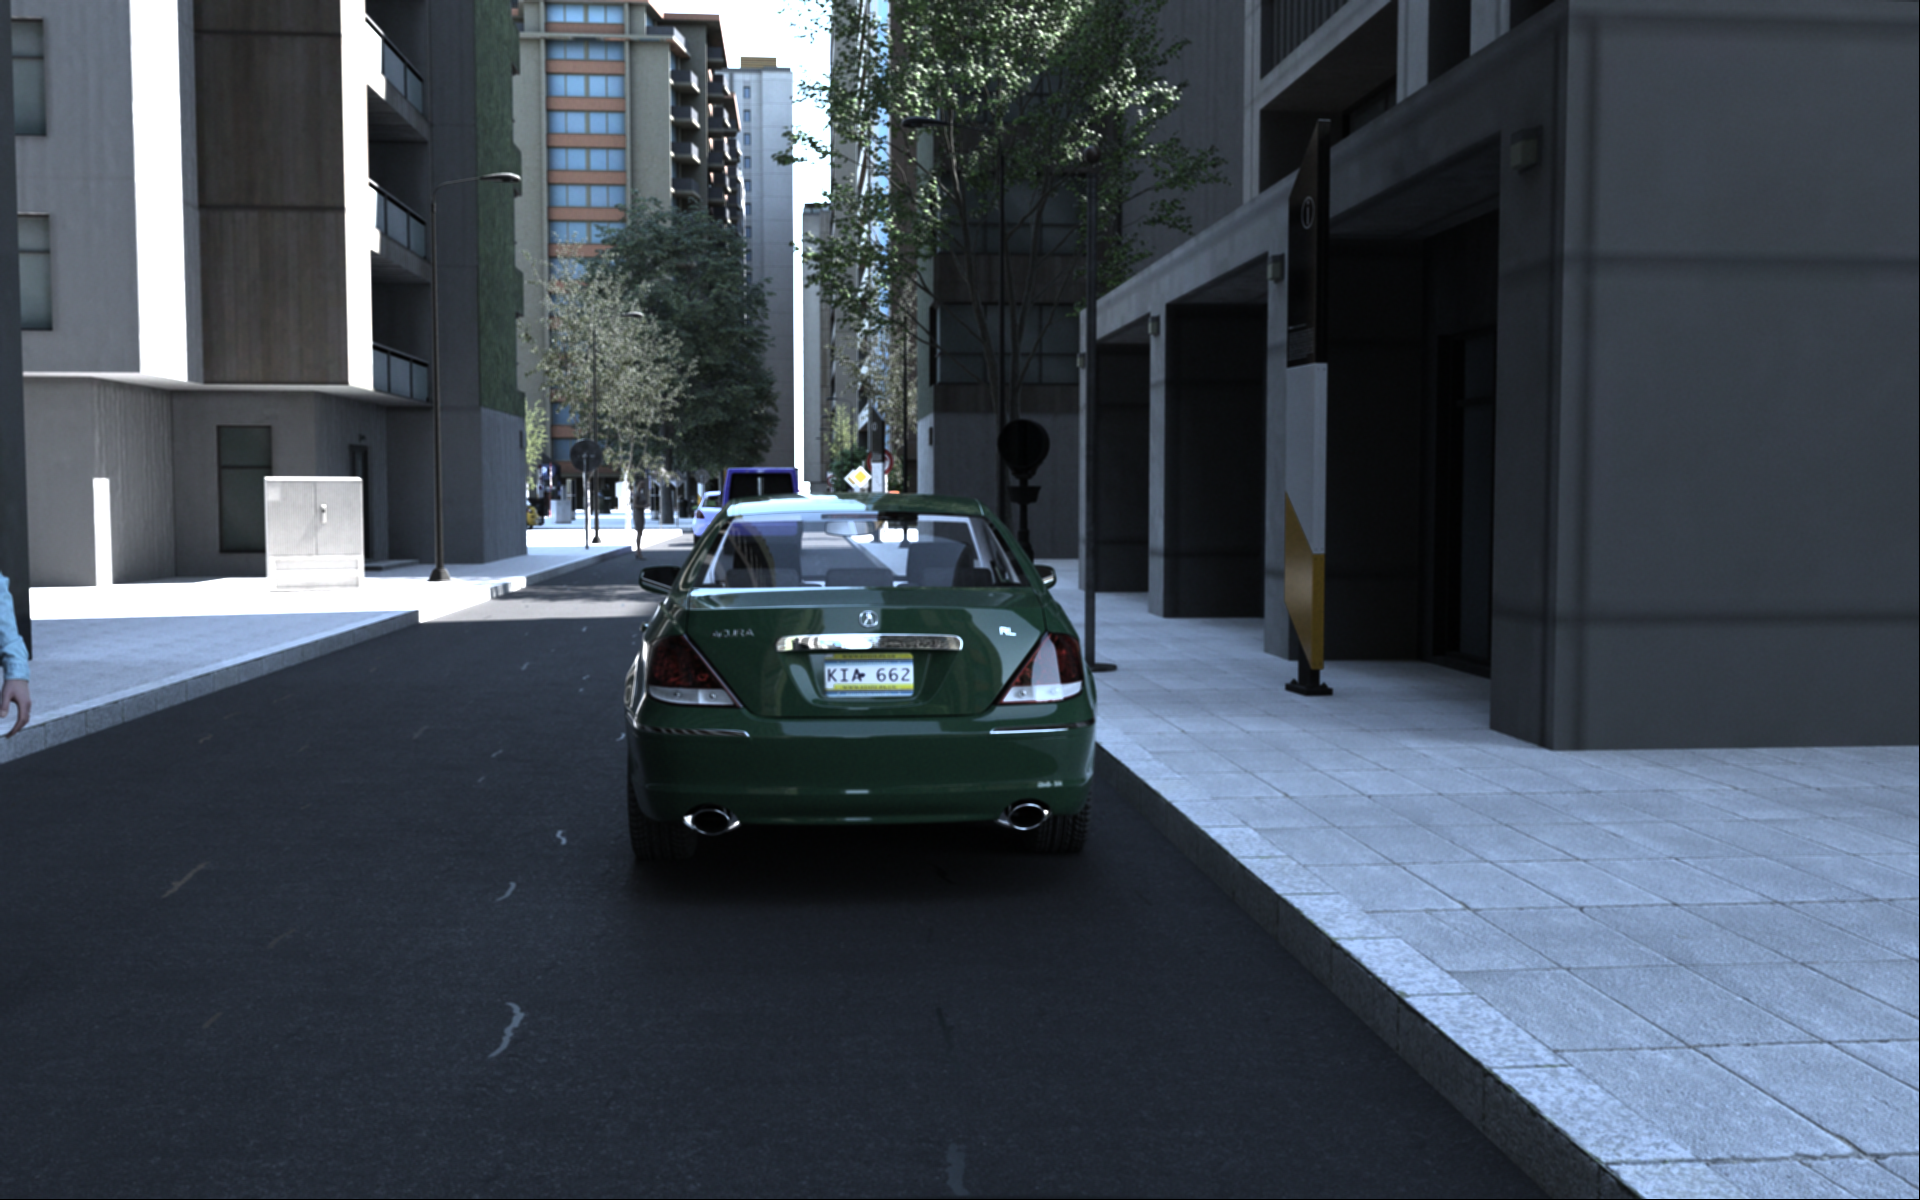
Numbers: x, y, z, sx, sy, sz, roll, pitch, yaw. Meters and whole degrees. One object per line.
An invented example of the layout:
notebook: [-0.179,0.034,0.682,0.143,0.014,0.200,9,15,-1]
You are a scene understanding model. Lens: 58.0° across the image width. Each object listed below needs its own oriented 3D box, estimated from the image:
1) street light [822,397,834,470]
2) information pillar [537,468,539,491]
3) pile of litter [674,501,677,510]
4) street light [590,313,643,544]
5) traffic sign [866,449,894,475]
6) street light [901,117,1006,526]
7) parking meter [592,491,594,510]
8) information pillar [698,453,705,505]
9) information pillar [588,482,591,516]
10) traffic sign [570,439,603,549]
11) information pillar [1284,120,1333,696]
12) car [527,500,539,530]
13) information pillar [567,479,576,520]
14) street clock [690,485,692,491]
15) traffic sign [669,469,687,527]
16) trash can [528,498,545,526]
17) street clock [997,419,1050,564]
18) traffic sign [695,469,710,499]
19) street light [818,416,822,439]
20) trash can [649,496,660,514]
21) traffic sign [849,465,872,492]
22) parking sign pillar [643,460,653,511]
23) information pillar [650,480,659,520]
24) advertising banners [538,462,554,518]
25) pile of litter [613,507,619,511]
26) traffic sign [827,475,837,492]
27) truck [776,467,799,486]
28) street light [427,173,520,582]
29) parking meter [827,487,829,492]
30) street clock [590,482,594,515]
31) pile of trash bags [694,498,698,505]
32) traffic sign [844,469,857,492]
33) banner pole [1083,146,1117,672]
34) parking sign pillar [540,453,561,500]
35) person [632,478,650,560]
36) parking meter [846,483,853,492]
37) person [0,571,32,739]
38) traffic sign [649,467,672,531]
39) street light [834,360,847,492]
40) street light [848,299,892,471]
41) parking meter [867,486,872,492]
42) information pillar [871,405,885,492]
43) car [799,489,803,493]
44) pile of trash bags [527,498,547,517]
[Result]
street light: [-5.742,-6.777,83.353,1.470,5.913,1.316,0,4,-5]
information pillar: [-33.401,-8.952,137.724,0.504,3.616,0.183,2,4,35]
pile of litter: [-22.804,-7.719,140.162,1.719,0.858,1.176,0,4,4]
street light: [-8.802,-4.396,44.424,1.470,5.913,1.316,0,4,-5]
traffic sign: [-2.216,-2.936,48.110,0.768,2.556,0.104,0,4,-1]
street light: [-0.022,-2.997,21.537,1.470,5.913,1.316,0,4,-5]
parking meter: [-26.572,-7.120,124.827,0.372,1.533,0.369,0,3,0]
information pillar: [-13.292,-5.975,89.041,0.504,3.616,0.183,3,5,42]
information pillar: [-21.976,-5.979,102.255,0.304,2.012,0.304,-1,4,-13]
traffic sign: [-8.664,-2.449,40.149,0.768,2.556,0.104,0,4,3]
information pillar: [2.236,-1.211,11.154,0.183,3.616,0.504,-1,4,-11]
car: [-17.870,-3.350,65.003,3.980,1.641,2.015,0,4,-4]
information pillar: [-18.934,-4.884,84.341,0.304,2.012,0.304,2,4,30]
street clock: [-21.156,-7.980,135.042,0.471,2.002,0.358,-2,4,-28]
traffic sign: [-11.151,-3.953,68.277,0.795,2.450,0.064,0,4,-5]
trash can: [-17.189,-3.587,70.307,0.748,1.137,0.748,0,3,0]
street clock: [0.618,-0.753,16.878,0.471,2.002,0.358,1,4,16]
traffic sign: [-13.034,-5.353,87.627,0.768,2.556,0.104,0,4,0]
street light: [-7.550,-7.970,102.844,1.470,5.913,1.316,0,4,-5]
trash can: [-18.875,-5.843,107.181,0.748,1.137,0.748,0,3,0]
traffic sign: [-3.500,-3.505,60.941,0.795,2.450,0.064,0,4,-5]
parking sign pillar: [-24.013,-8.903,134.035,1.447,3.967,1.447,1,4,16]
information pillar: [-15.011,-4.938,85.220,0.304,2.012,0.304,3,4,37]
advertising banners: [-24.988,-6.625,104.508,0.090,3.025,2.074,1,4,12]
pile of litter: [-26.527,-7.410,135.119,1.176,0.858,1.719,2,4,34]
traffic sign: [-8.596,-7.164,117.233,0.768,2.556,0.104,0,4,2]
truck: [-18.745,-12.128,187.205,2.839,4.237,11.283,0,4,-7]
street light: [-7.068,-3.220,25.194,1.470,5.913,1.316,0,4,-5]
parking meter: [-10.171,-7.867,134.333,0.255,1.863,0.399,-1,4,-9]
street clock: [-22.458,-6.166,105.391,0.358,2.002,0.471,0,4,-7]
pile of trash bags: [-18.706,-7.437,131.352,1.912,1.369,3.447,3,5,42]
traffic sign: [-4.234,-3.991,68.893,0.795,2.450,0.064,0,4,-5]
banner pole: [0.976,-1.393,12.787,0.401,3.779,0.863,0,4,7]
parking sign pillar: [-26.511,-7.561,112.096,1.447,3.967,1.447,1,4,17]
person: [-7.010,-1.788,38.076,0.374,1.781,0.599,0,4,5]
parking meter: [-5.031,-4.499,79.265,0.399,1.863,0.255,0,4,-1]
person: [-2.804,0.233,4.547,0.638,1.841,0.748,-3,4,-38]
traffic sign: [-10.417,-3.467,60.326,0.795,2.450,0.064,0,4,-5]
street light: [-3.550,-5.367,60.286,1.470,5.913,1.316,0,4,-5]
street light: [-1.841,-4.190,41.054,1.470,5.913,1.316,0,4,-5]
parking meter: [-2.743,-2.816,54.460,0.372,1.533,0.369,0,3,0]
information pillar: [-2.165,-3.322,45.661,0.183,3.616,0.504,-3,5,-40]
car: [-12.921,-7.718,134.864,2.281,1.827,5.304,0,4,-6]
pile of trash bags: [-24.993,-5.388,97.840,1.912,1.369,3.447,2,4,33]
